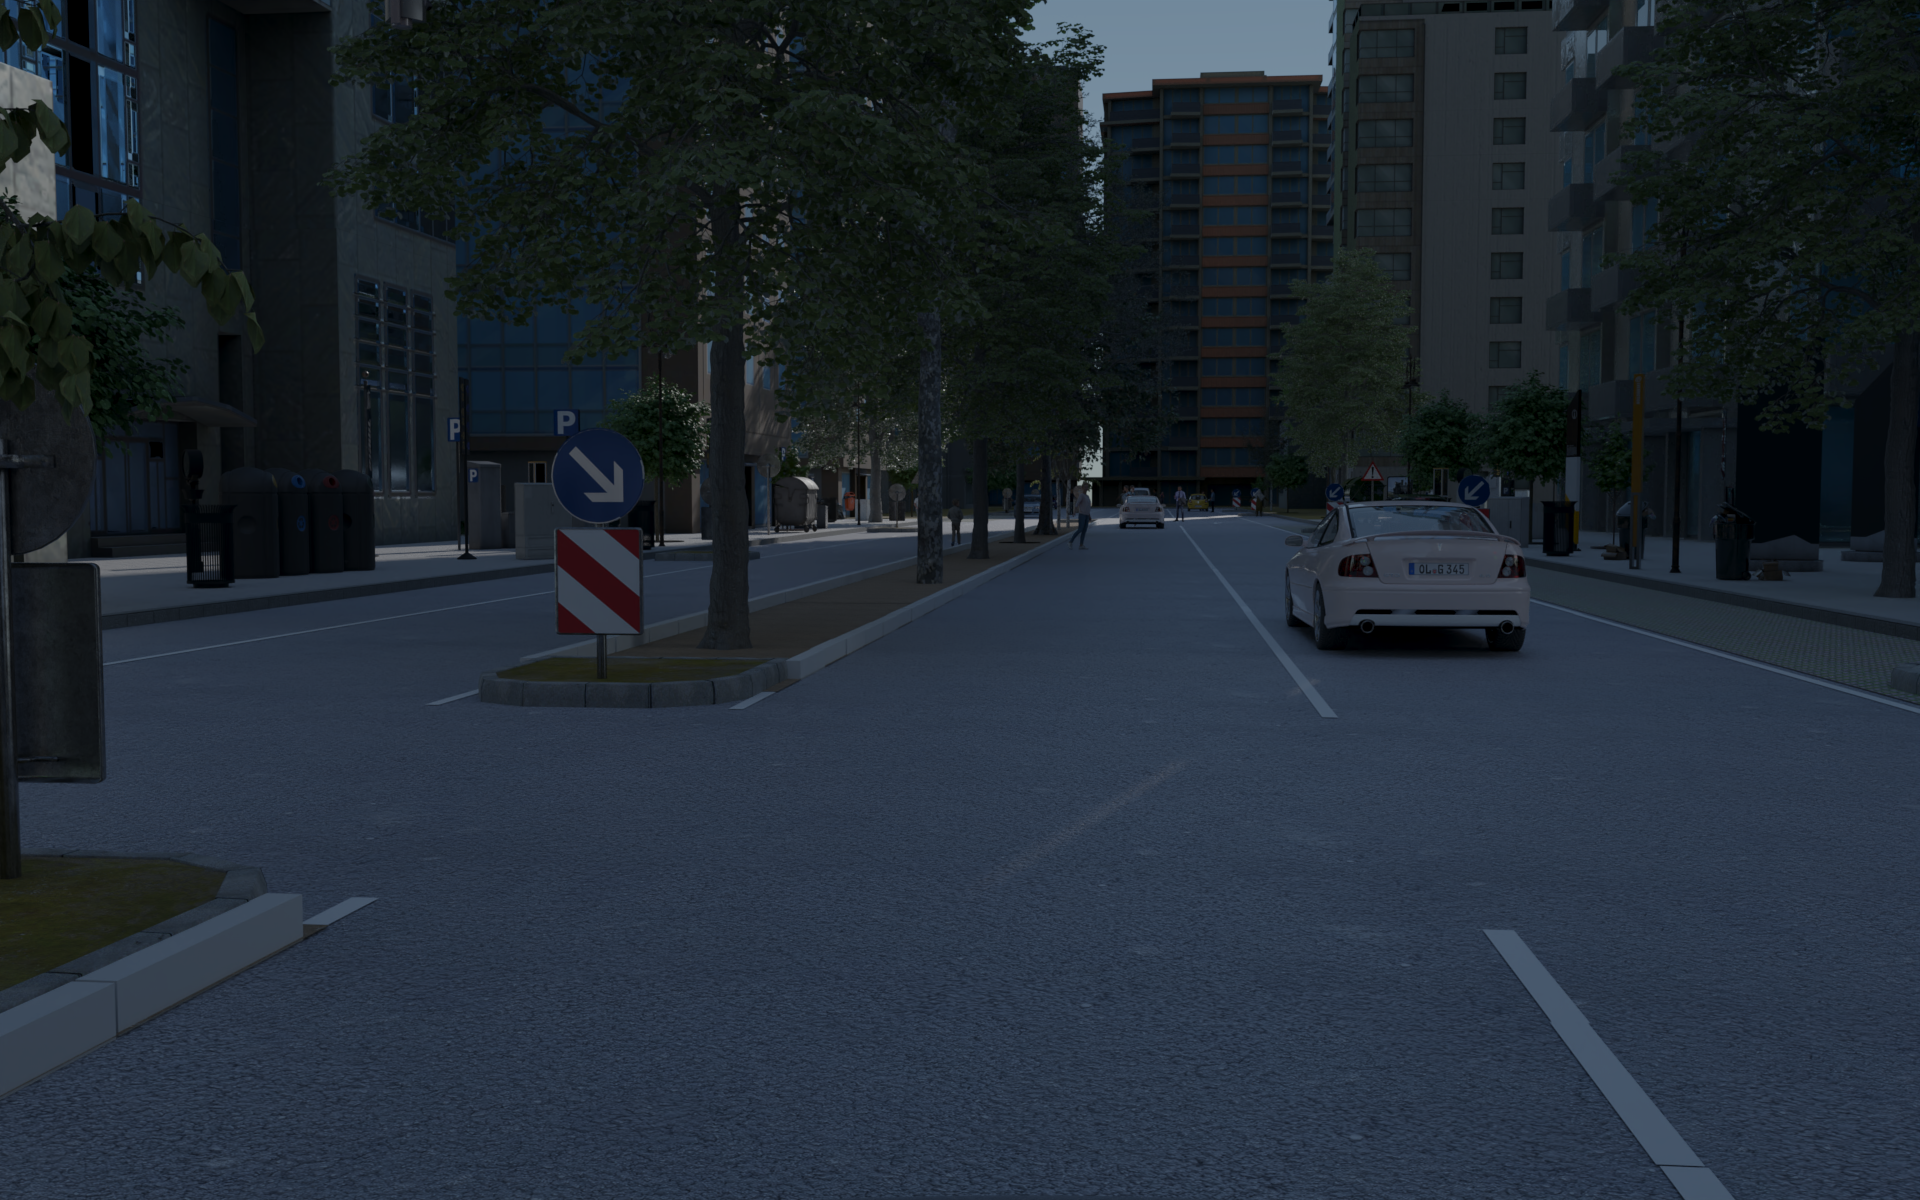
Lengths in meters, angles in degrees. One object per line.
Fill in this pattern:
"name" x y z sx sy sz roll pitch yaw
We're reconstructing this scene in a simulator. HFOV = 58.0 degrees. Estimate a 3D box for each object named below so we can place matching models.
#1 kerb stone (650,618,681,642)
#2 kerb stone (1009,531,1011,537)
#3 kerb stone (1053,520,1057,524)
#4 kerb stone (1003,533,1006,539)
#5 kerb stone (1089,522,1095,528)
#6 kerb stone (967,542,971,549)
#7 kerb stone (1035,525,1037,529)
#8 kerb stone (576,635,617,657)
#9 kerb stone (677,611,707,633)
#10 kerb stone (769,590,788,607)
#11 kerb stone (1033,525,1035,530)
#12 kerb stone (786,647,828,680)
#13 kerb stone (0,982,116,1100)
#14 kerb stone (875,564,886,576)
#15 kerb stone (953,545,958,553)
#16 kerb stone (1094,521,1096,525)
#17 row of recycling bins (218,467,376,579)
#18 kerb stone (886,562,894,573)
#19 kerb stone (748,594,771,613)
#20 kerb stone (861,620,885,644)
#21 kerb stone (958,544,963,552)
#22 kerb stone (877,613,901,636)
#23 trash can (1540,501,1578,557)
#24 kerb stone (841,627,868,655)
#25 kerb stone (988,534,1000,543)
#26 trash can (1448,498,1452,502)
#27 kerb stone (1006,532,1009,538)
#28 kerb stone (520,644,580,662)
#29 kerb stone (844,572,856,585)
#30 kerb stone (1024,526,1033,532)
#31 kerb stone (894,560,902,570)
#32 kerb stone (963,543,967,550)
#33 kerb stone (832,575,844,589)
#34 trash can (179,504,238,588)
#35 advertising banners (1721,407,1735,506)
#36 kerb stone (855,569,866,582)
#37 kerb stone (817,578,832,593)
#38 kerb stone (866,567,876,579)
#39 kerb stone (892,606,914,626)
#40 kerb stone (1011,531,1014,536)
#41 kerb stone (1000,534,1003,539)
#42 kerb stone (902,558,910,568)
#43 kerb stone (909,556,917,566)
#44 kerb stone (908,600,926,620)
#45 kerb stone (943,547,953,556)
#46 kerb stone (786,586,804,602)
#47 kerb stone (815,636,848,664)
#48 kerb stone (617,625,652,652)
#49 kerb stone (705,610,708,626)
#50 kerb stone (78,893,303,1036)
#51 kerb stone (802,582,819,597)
"kerb stone" -2.979 0.311 17.118 0.120 0.150 1.000 0 4 6
"kerb stone" 1.505 -2.120 56.851 0.120 0.150 1.000 0 4 6
"kerb stone" 4.825 -3.924 86.378 0.120 0.150 1.000 0 4 6
"kerb stone" 1.274 -1.995 54.809 0.120 0.150 1.000 0 4 6
"kerb stone" 5.645 -3.224 74.900 0.120 0.150 1.000 0 4 6
"kerb stone" 0.114 -1.371 44.604 0.120 0.150 1.000 0 4 6
"kerb stone" 2.878 -2.867 69.078 0.120 0.150 1.000 0 4 6
"kerb stone" -3.216 0.437 15.066 0.120 0.150 1.000 0 4 6
"kerb stone" -2.862 0.248 18.134 0.120 0.150 1.000 0 4 6
"kerb stone" -2.408 -0.001 22.214 0.120 0.150 1.000 0 4 6
"kerb stone" 2.769 -2.805 68.059 0.120 0.150 1.000 0 4 6
"kerb stone" -1.230 0.512 13.831 0.120 0.150 1.000 0 4 6
"kerb stone" -2.333 1.109 4.058 0.120 0.150 1.000 0 4 6
"kerb stone" -1.484 -0.496 30.347 0.120 0.150 1.000 0 4 6
"kerb stone" -0.223 -1.184 41.556 0.120 0.150 1.000 0 4 6
"kerb stone" 5.758 -3.286 75.916 0.120 0.150 1.000 0 4 6
"row of recycling bins" -10.609 -1.262 27.748 1.069 1.692 3.534 1 4 13
"kerb stone" -1.368 -0.561 31.369 0.120 0.150 1.000 0 4 6
"kerb stone" -2.520 0.063 21.197 0.120 0.150 1.000 0 4 6
"kerb stone" -0.892 0.327 16.881 0.120 0.150 1.000 0 4 6
"kerb stone" -0.108 -1.244 42.571 0.120 0.150 1.000 0 4 6
"kerb stone" -0.771 0.266 17.907 0.120 0.150 1.000 0 4 6
"trash can" 12.349 -1.473 35.739 0.748 1.137 0.748 0 3 0
"kerb stone" -1.007 0.389 15.864 0.120 0.150 1.000 0 4 6
"kerb stone" 1.040 -1.870 52.777 0.120 0.150 1.000 0 4 6
"trash can" 17.656 -3.171 63.493 0.748 1.137 0.748 0 3 0
"kerb stone" 1.386 -2.050 55.836 0.120 0.150 1.000 0 4 6
"kerb stone" -3.328 0.498 14.049 0.120 0.150 1.000 0 4 6
"kerb stone" -1.828 -0.312 27.294 0.120 0.150 1.000 0 4 6
"kerb stone" 2.648 -2.743 67.042 0.120 0.150 1.000 0 4 6
"kerb stone" -1.263 -0.620 32.398 0.120 0.150 1.000 0 4 6
"kerb stone" 0.004 -1.308 43.587 0.120 0.150 1.000 0 4 6
"kerb stone" -1.949 -0.250 26.277 0.120 0.150 1.000 0 4 6
"trash can" -10.276 -0.739 23.731 0.748 1.137 0.748 0 3 0
"advertising banners" 15.807 -2.410 35.595 0.090 3.025 2.074 2 4 33
"kerb stone" -1.715 -0.374 28.315 0.120 0.150 1.000 0 4 6
"kerb stone" -2.059 -0.187 25.260 0.120 0.150 1.000 0 4 6
"kerb stone" -1.601 -0.436 29.331 0.120 0.150 1.000 0 4 6
"kerb stone" -0.664 0.201 18.932 0.120 0.150 1.000 0 4 6
"kerb stone" 1.610 -2.179 57.868 0.120 0.150 1.000 0 4 6
"kerb stone" 1.154 -1.933 53.793 0.120 0.150 1.000 0 4 6
"kerb stone" -1.136 -0.686 33.417 0.120 0.150 1.000 0 4 6
"kerb stone" -1.026 -0.747 34.434 0.120 0.150 1.000 0 4 6
"kerb stone" -0.541 0.138 19.947 0.120 0.150 1.000 0 4 6
"kerb stone" -0.341 -1.120 40.540 0.120 0.150 1.000 0 4 6
"kerb stone" -2.286 -0.063 23.228 0.120 0.150 1.000 0 4 6
"kerb stone" -1.128 0.449 14.849 0.120 0.150 1.000 0 4 6
"kerb stone" -3.094 0.373 16.094 0.120 0.150 1.000 0 4 6
"kerb stone" -2.744 0.186 19.152 0.120 0.150 1.000 0 4 6
"kerb stone" -2.227 1.049 5.075 0.120 0.150 1.000 0 4 6
"kerb stone" -2.168 -0.125 24.244 0.120 0.150 1.000 0 4 6
